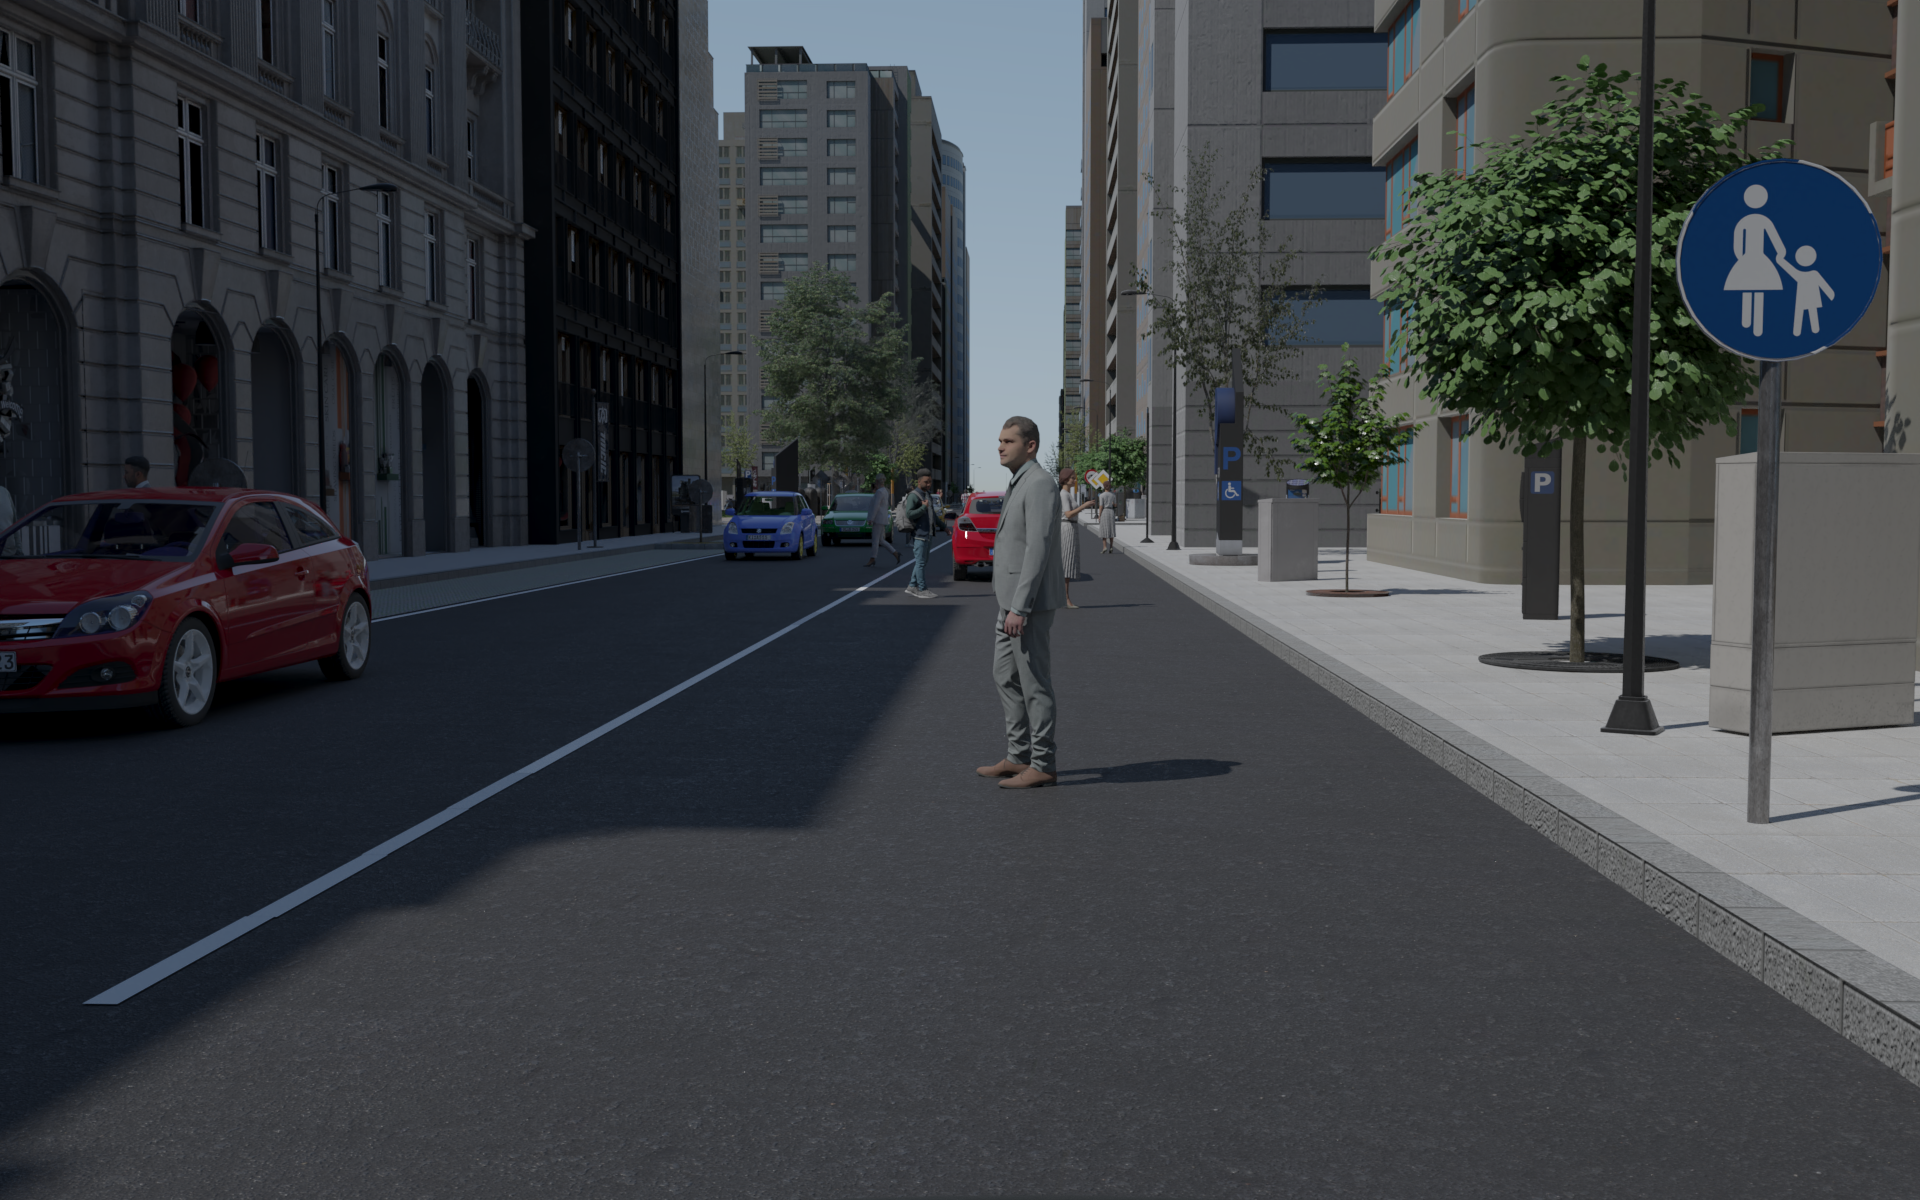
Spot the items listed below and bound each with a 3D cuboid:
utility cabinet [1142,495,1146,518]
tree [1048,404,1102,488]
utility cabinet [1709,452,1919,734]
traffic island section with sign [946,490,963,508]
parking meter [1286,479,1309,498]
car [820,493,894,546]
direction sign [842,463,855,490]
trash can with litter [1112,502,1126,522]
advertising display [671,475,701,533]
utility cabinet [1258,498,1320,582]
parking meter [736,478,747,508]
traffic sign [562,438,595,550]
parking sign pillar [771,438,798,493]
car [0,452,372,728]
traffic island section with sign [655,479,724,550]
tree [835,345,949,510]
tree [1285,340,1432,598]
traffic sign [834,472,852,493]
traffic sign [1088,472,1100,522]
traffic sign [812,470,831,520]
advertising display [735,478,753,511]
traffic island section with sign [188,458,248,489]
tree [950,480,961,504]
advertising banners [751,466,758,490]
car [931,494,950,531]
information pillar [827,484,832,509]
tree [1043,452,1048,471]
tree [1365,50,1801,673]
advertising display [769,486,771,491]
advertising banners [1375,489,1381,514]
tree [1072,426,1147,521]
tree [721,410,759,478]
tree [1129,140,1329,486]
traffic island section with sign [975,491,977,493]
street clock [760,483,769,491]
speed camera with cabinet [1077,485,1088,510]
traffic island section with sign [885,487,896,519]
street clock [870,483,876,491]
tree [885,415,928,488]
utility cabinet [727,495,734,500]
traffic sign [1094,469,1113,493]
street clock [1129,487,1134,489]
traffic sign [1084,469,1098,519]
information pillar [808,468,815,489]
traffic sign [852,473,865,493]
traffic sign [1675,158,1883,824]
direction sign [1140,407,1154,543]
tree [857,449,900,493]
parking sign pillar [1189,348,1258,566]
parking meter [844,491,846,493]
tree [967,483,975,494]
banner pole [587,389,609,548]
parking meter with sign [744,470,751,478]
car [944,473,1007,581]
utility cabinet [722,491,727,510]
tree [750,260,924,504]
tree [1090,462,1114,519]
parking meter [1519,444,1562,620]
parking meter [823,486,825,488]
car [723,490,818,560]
[{"bbox_3d":[10.372,-5.064,93.963,1.020,1.237,0.306,0,4,-6],"label":"utility cabinet"},{"bbox_3d":[9.837,-11.671,141.177,4.737,8.622,4.395,0,3,0],"label":"tree"},{"bbox_3d":[4.649,-0.046,9.425,1.173,1.500,0.318,-1,4,-21],"label":"utility cabinet"},{"bbox_3d":[-1.026,-10.355,177.924,1.989,1.847,2.006,0,4,2],"label":"traffic island section with sign"},{"bbox_3d":[5.548,-1.228,28.486,0.372,1.533,0.369,0,3,0],"label":"parking meter"},{"bbox_3d":[-2.898,-2.473,49.232,1.959,1.807,4.718,0,4,2],"label":"car"},{"bbox_3d":[-6.542,-6.772,102.712,0.876,3.537,0.379,-1,4,-12],"label":"direction sign"},{"bbox_3d":[7.146,-4.205,80.135,1.055,1.170,0.624,-2,4,-29],"label":"trash can with litter"},{"bbox_3d":[-9.043,-3.177,57.151,0.974,1.923,0.123,0,4,-4],"label":"advertising display"},{"bbox_3d":[4.853,-0.884,25.623,1.020,1.237,0.306,-3,4,-37],"label":"utility cabinet"},{"bbox_3d":[-7.869,-3.470,62.453,0.255,1.863,0.399,1,4,17],"label":"parking meter"},{"bbox_3d":[-8.735,-2.420,39.668,0.768,2.556,0.104,0,4,3],"label":"traffic sign"},{"bbox_3d":[-8.414,-5.793,83.195,1.447,3.967,1.447,-3,5,-40],"label":"parking sign pillar"},{"bbox_3d":[-5.581,-0.180,11.978,2.155,1.783,4.494,0,4,1],"label":"car"},{"bbox_3d":[-6.821,-2.245,45.329,1.989,1.847,2.006,0,4,2],"label":"traffic island section with sign"},{"bbox_3d":[-5.479,-13.976,138.880,12.009,13.543,11.850,0,3,0],"label":"tree"},{"bbox_3d":[4.867,-1.675,21.982,1.663,3.219,1.824,0,3,0],"label":"tree"},{"bbox_3d":[-5.326,-4.596,78.780,0.795,2.450,0.064,0,4,2],"label":"traffic sign"},{"bbox_3d":[6.156,-4.564,78.260,0.795,2.450,0.064,0,4,2],"label":"traffic sign"},{"bbox_3d":[-5.675,-4.108,70.803,0.795,2.450,0.064,0,4,2],"label":"traffic sign"},{"bbox_3d":[-8.589,-3.896,68.905,0.974,1.923,0.123,3,5,42],"label":"advertising display"},{"bbox_3d":[-8.012,-0.582,18.149,1.989,1.847,2.006,0,4,2],"label":"traffic island section with sign"},{"bbox_3d":[-0.935,-14.463,231.064,1.663,3.219,1.824,0,3,0],"label":"tree"},{"bbox_3d":[-12.320,-6.892,108.867,0.090,3.025,2.074,3,5,43],"label":"advertising banners"},{"bbox_3d":[-1.387,-3.527,67.885,2.015,1.641,3.980,0,4,1],"label":"car"},{"bbox_3d":[-9.042,-7.111,120.760,0.304,2.012,0.304,-2,4,-34],"label":"information pillar"},{"bbox_3d":[13.500,-17.569,237.614,4.737,8.622,4.395,0,3,0],"label":"tree"},{"bbox_3d":[4.753,-1.789,12.967,4.285,4.588,4.351,0,3,0],"label":"tree"},{"bbox_3d":[-15.085,-8.222,139.636,0.123,1.923,0.974,2,4,31],"label":"advertising display"},{"bbox_3d":[28.092,-7.276,115.143,0.090,3.025,2.074,2,4,31],"label":"advertising banners"},{"bbox_3d":[7.968,-6.133,83.983,4.285,4.588,4.351,0,3,0],"label":"tree"},{"bbox_3d":[-19.258,-12.250,150.646,4.737,8.622,4.395,0,3,0],"label":"tree"},{"bbox_3d":[5.497,-5.248,36.170,4.360,8.622,3.978,0,3,0],"label":"tree"},{"bbox_3d":[3.794,-17.100,288.206,1.989,1.847,2.006,0,4,2],"label":"traffic island section with sign"},{"bbox_3d":[-13.070,-6.734,114.663,0.358,2.002,0.471,0,4,7],"label":"street clock"},{"bbox_3d":[9.537,-8.656,135.859,0.660,3.252,2.038,1,4,20],"label":"speed camera with cabinet"},{"bbox_3d":[-4.369,-5.672,101.369,1.989,1.847,2.006,0,4,2],"label":"traffic island section with sign"},{"bbox_3d":[-5.614,-6.650,113.296,0.471,2.002,0.358,3,5,45],"label":"street clock"},{"bbox_3d":[-4.611,-12.318,151.753,4.737,8.622,4.395,0,3,0],"label":"tree"},{"bbox_3d":[-17.032,-7.053,126.476,1.020,1.237,0.306,-1,4,-10],"label":"utility cabinet"},{"bbox_3d":[5.807,-4.076,70.282,0.795,2.450,0.064,0,4,2],"label":"traffic sign"},{"bbox_3d":[12.508,-7.469,126.688,0.471,2.002,0.358,0,4,-2],"label":"street clock"},{"bbox_3d":[6.698,-5.376,88.003,0.768,2.556,0.104,0,4,4],"label":"traffic sign"},{"bbox_3d":[-12.494,-9.508,146.815,0.504,3.616,0.183,-2,4,-25],"label":"information pillar"},{"bbox_3d":[-5.997,-6.245,102.207,0.768,2.556,0.104,0,4,5],"label":"traffic sign"},{"bbox_3d":[3.119,-0.403,6.689,0.768,2.556,0.104,0,4,3],"label":"traffic sign"},{"bbox_3d":[4.922,-3.269,45.448,0.379,3.537,0.876,0,4,7],"label":"direction sign"},{"bbox_3d":[-5.854,-8.191,117.633,4.285,4.588,4.351,0,3,0],"label":"tree"},{"bbox_3d":[4.899,-2.629,31.453,1.447,3.967,1.447,0,4,6],"label":"parking sign pillar"},{"bbox_3d":[-8.206,-7.140,125.143,0.372,1.533,0.369,0,3,0],"label":"parking meter"},{"bbox_3d":[1.740,-17.986,288.664,1.663,3.219,1.824,0,3,0],"label":"tree"},{"bbox_3d":[-8.649,-3.154,41.577,0.401,3.779,0.863,1,4,23],"label":"banner pole"},{"bbox_3d":[-16.117,-8.083,128.410,0.543,3.016,1.738,-2,4,-35],"label":"parking meter with sign"},{"bbox_3d":[0.783,-1.285,30.056,2.155,1.783,4.494,0,4,1],"label":"car"},{"bbox_3d":[-15.346,-6.332,112.202,0.318,1.500,1.173,-1,4,-19],"label":"utility cabinet"},{"bbox_3d":[-6.765,-11.464,94.097,9.857,13.997,8.962,0,3,0],"label":"tree"},{"bbox_3d":[7.421,-5.803,89.473,1.663,3.219,1.824,0,3,0],"label":"tree"},{"bbox_3d":[5.924,-0.734,17.704,0.399,1.863,0.255,1,4,17],"label":"parking meter"},{"bbox_3d":[-8.879,-6.467,111.439,0.399,1.863,0.255,0,4,2],"label":"parking meter"},{"bbox_3d":[-4.216,-1.785,38.772,1.945,1.707,3.694,0,4,3],"label":"car"}]
